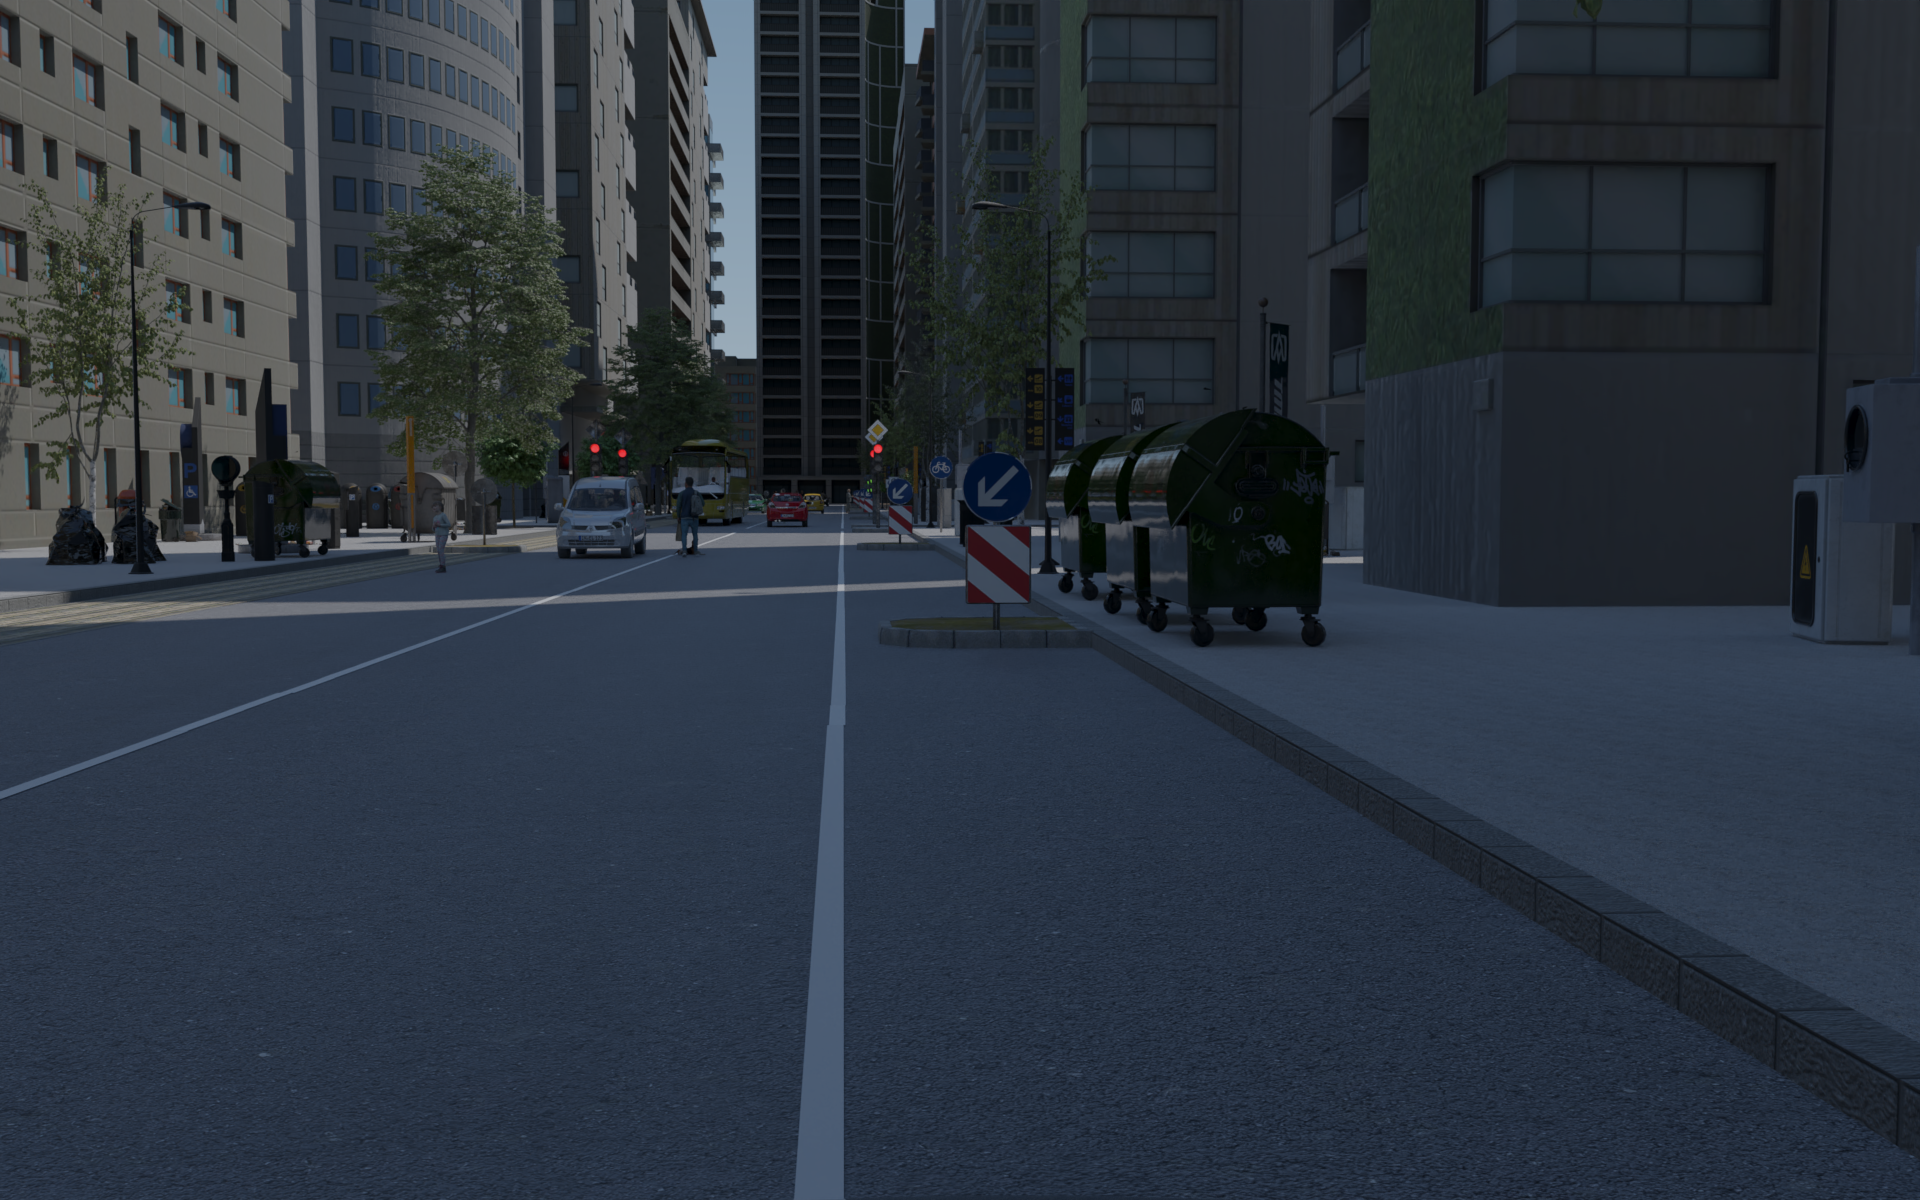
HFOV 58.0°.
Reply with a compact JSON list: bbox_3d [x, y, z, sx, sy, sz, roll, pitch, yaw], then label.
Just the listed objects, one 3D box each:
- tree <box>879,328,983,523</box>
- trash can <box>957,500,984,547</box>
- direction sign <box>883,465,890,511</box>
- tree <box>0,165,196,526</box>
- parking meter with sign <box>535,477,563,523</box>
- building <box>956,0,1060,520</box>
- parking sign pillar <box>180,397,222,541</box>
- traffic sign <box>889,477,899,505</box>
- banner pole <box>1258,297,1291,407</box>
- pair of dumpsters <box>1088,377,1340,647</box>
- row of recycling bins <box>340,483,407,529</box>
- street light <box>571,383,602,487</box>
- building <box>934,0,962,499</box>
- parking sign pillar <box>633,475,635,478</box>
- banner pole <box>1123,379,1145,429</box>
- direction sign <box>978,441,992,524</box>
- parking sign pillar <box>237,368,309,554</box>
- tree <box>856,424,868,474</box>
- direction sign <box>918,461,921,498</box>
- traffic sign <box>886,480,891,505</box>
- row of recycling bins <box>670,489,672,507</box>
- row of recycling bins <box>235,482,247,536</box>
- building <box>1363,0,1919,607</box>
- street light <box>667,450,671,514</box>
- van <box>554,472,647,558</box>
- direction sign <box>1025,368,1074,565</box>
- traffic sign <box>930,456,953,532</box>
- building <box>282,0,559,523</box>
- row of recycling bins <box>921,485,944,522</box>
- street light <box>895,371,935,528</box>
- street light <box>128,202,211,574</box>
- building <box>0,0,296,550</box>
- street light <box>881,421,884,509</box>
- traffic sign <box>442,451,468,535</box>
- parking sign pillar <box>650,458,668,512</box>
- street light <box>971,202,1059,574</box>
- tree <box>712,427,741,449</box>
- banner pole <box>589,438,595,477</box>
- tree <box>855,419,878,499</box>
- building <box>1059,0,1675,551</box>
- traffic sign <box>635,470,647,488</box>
[{"bbox_3d":[-1.219,-7.786,77.662,4.360,8.622,3.978,0,3,0],"label":"tree"},{"bbox_3d":[0.293,-1.860,42.072,0.748,1.137,0.748,0,3,0],"label":"trash can"},{"bbox_3d":[-5.691,-8.725,134.646,0.379,3.537,0.876,-3,5,-39],"label":"direction sign"},{"bbox_3d":[-19.805,-5.455,39.548,4.737,8.622,4.395,0,3,0],"label":"tree"},{"bbox_3d":[-17.797,-4.885,76.136,1.738,3.016,0.543,-1,4,-20],"label":"parking meter with sign"},{"bbox_3d":[12.319,-24.429,91.295,23.993,40.220,32.217,0,4,-4],"label":"building"},{"bbox_3d":[-21.095,-3.616,47.599,1.447,3.967,1.447,-1,4,-19],"label":"parking sign pillar"},{"bbox_3d":[-3.950,-6.210,103.659,0.606,2.300,0.079,0,4,2],"label":"traffic sign"},{"bbox_3d":[4.010,-1.975,22.303,0.401,3.779,0.863,3,5,42],"label":"banner pole"},{"bbox_3d":[2.302,-0.855,16.475,1.574,2.255,4.437,0,4,-4],"label":"pair of dumpsters"},{"bbox_3d":[-21.224,-3.498,64.311,3.534,1.692,1.069,-1,4,-11],"label":"row of recycling bins"},{"bbox_3d":[-15.671,-6.118,72.577,1.470,5.913,1.316,0,4,-4],"label":"street light"},{"bbox_3d":[8.678,-35.490,122.265,21.231,58.520,28.212,0,4,-4],"label":"building"},{"bbox_3d":[-27.930,-9.678,146.701,1.447,3.967,1.447,-2,4,-24],"label":"parking sign pillar"},{"bbox_3d":[3.735,-2.908,37.561,0.401,3.779,0.863,-3,4,-37],"label":"banner pole"},{"bbox_3d":[1.091,-5.051,74.588,0.379,3.537,0.876,-3,5,-40],"label":"direction sign"},{"bbox_3d":[-15.020,-3.015,37.768,1.447,3.967,1.447,-2,4,-31],"label":"parking sign pillar"},{"bbox_3d":[-2.274,-8.555,90.239,4.737,8.622,4.395,0,3,0],"label":"tree"},{"bbox_3d":[-2.878,-7.766,118.969,0.379,3.537,0.876,-2,4,-31],"label":"direction sign"},{"bbox_3d":[-4.842,-7.221,120.187,0.606,2.300,0.079,0,4,5],"label":"traffic sign"},{"bbox_3d":[-21.898,-8.067,139.014,3.534,1.692,1.069,-2,4,-24],"label":"row of recycling bins"},{"bbox_3d":[-20.593,-2.778,52.530,3.534,1.692,1.069,2,4,27],"label":"row of recycling bins"},{"bbox_3d":[12.649,-20.923,25.680,14.154,41.232,14.086,0,4,-4],"label":"building"},{"bbox_3d":[-18.115,-8.462,110.894,1.470,5.913,1.316,0,4,-4],"label":"street light"},{"bbox_3d":[-8.250,-2.018,40.005,2.013,2.044,4.112,0,4,-4],"label":"van"},{"bbox_3d":[1.613,-2.395,31.151,0.876,3.537,0.379,0,4,-1],"label":"direction sign"},{"bbox_3d":[-0.628,-3.528,57.784,0.768,2.556,0.104,0,4,4],"label":"traffic sign"},{"bbox_3d":[-33.275,-33.302,86.487,21.231,58.520,28.212,0,4,-4],"label":"building"},{"bbox_3d":[-1.288,-4.558,81.637,1.069,1.692,3.534,0,4,6],"label":"row of recycling bins"},{"bbox_3d":[-1.650,-5.683,65.453,1.470,5.913,1.316,0,4,-4],"label":"street light"},{"bbox_3d":[-12.610,-3.371,27.658,1.470,5.913,1.316,0,4,-4],"label":"street light"},{"bbox_3d":[-37.005,-12.318,46.447,28.899,21.520,27.650,0,4,-4],"label":"building"},{"bbox_3d":[-4.609,-8.410,110.038,1.470,5.913,1.316,0,4,-4],"label":"street light"},{"bbox_3d":[-14.883,-3.115,51.030,0.768,2.556,0.104,0,4,2],"label":"traffic sign"},{"bbox_3d":[-21.657,-8.346,124.925,1.447,3.967,1.447,1,4,13],"label":"parking sign pillar"},{"bbox_3d":[0.880,-3.375,27.717,1.470,5.913,1.316,0,4,-4],"label":"street light"},{"bbox_3d":[-22.066,-12.703,158.057,4.737,8.622,4.395,0,3,0],"label":"tree"},{"bbox_3d":[-16.437,-5.350,77.484,0.401,3.779,0.863,-2,4,-25],"label":"banner pole"},{"bbox_3d":[-7.406,-12.948,162.065,4.360,8.622,3.978,0,3,0],"label":"tree"},{"bbox_3d":[9.543,-22.261,47.566,14.154,41.232,14.086,0,4,-4],"label":"building"},{"bbox_3d":[-17.496,-5.785,94.590,0.884,2.594,0.081,0,4,3],"label":"traffic sign"}]
